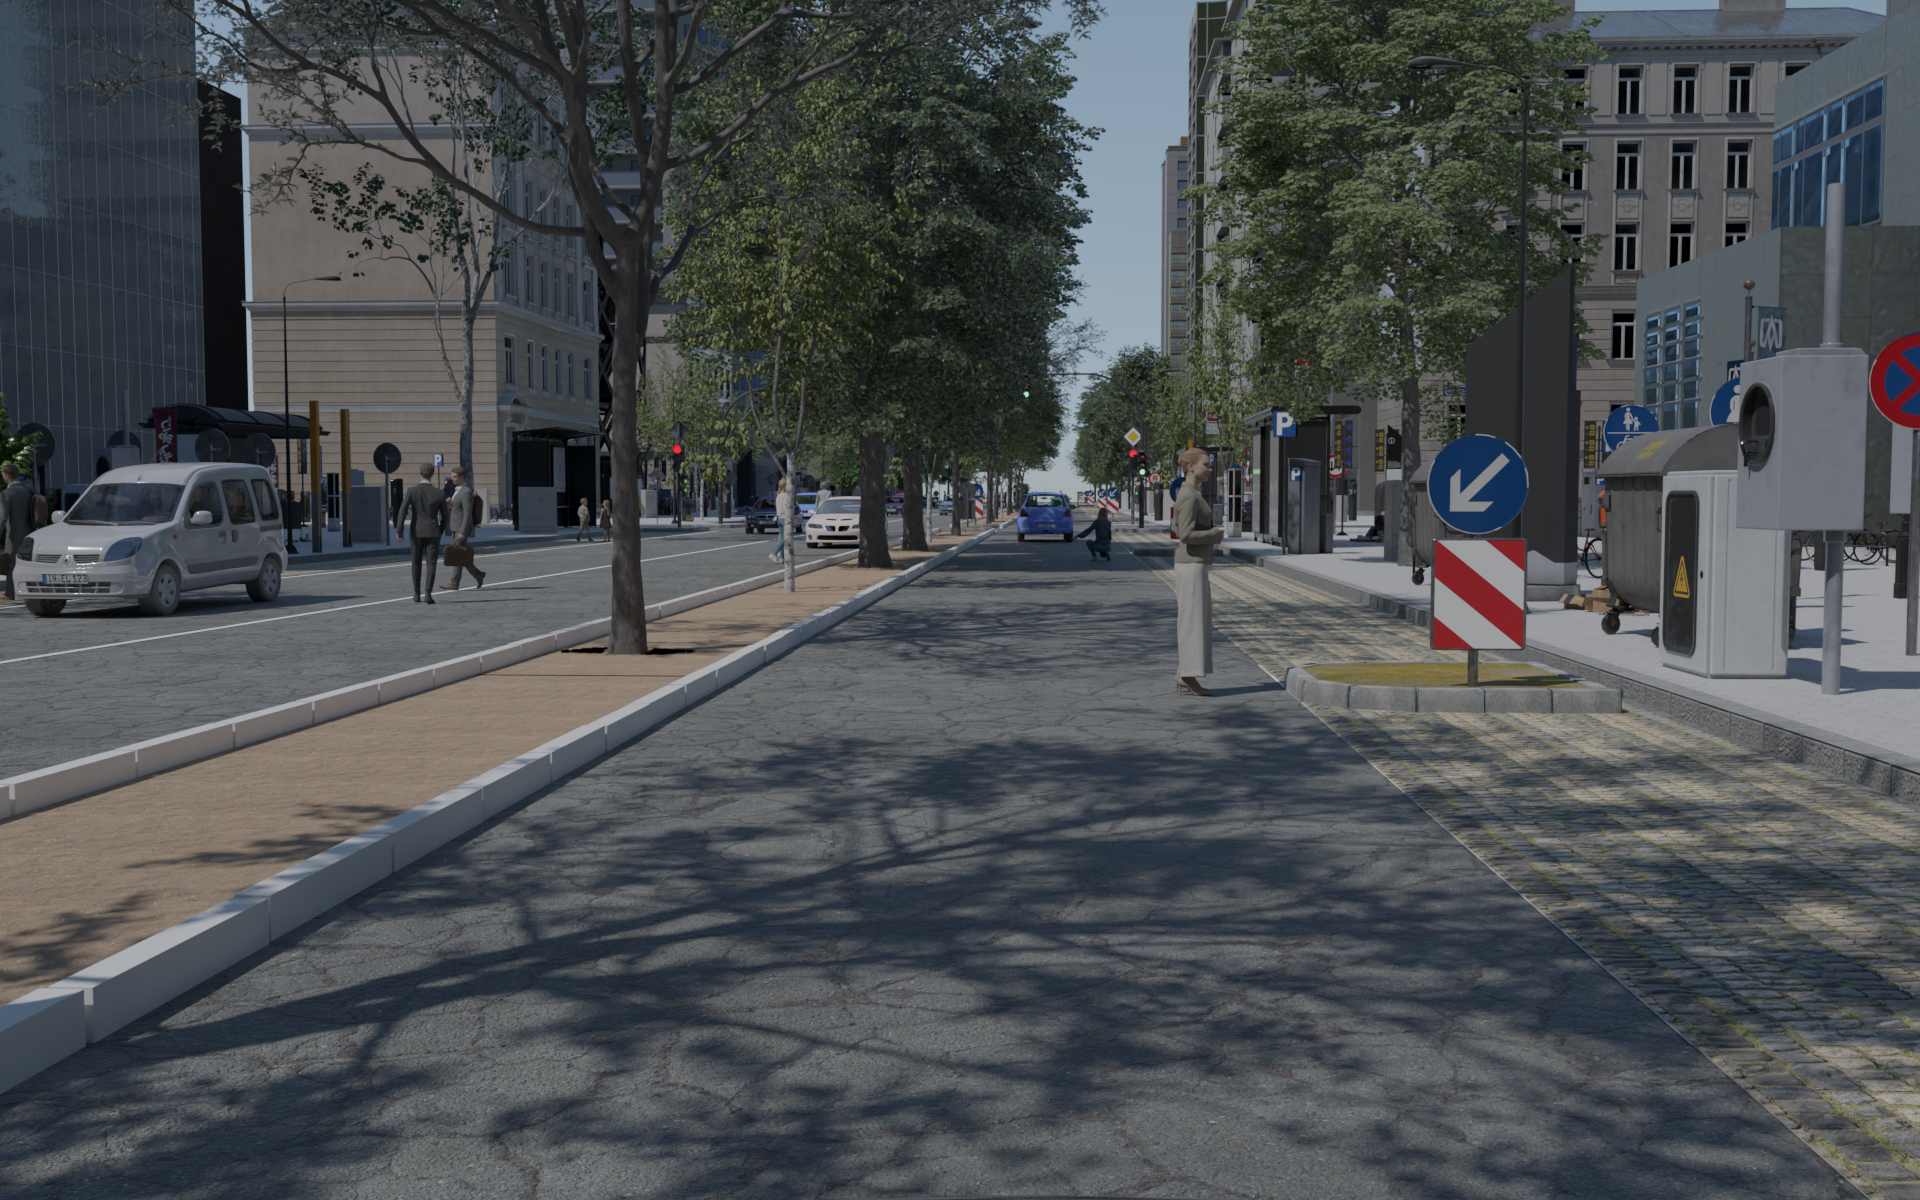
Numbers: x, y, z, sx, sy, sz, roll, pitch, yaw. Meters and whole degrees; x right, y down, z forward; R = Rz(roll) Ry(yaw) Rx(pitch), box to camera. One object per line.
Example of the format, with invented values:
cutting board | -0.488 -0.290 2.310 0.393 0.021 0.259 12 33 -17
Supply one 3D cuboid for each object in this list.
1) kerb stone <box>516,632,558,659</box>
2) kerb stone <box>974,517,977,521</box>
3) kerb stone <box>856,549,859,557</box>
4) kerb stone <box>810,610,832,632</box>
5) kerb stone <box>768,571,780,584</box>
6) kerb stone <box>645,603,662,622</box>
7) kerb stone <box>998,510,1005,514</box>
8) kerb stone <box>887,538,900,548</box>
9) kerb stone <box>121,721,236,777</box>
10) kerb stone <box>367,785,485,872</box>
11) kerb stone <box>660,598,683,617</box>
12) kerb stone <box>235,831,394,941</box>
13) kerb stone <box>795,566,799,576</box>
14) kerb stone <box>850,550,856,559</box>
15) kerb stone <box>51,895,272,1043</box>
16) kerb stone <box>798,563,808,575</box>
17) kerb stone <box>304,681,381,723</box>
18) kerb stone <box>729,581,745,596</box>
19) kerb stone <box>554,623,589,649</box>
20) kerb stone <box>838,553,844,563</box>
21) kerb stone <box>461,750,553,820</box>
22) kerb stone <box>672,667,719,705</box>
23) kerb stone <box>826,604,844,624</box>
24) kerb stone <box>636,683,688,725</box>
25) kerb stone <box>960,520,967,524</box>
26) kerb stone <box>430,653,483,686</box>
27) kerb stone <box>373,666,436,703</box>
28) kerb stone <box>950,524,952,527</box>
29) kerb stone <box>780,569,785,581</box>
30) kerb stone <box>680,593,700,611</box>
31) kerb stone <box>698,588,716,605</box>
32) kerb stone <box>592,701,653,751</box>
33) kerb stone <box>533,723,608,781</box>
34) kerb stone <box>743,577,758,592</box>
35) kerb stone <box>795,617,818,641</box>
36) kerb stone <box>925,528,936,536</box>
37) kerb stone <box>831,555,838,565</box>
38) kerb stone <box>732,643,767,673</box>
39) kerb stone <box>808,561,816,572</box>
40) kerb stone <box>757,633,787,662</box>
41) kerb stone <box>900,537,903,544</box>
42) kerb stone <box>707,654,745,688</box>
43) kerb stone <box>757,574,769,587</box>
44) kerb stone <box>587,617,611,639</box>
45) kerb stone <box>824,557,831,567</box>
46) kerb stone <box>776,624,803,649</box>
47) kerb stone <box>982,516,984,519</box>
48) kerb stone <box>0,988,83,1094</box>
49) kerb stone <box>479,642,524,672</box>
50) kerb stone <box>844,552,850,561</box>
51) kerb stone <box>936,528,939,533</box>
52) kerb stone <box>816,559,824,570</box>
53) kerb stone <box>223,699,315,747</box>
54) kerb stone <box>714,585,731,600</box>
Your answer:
kerb stone | -3.785 0.420 15.326 0.120 0.150 1.000 0 4 3
kerb stone | 0.694 -4.186 90.636 0.120 0.150 1.000 0 4 3
kerb stone | -2.386 -1.021 38.883 0.120 0.150 1.000 0 4 3
kerb stone | -1.505 0.238 18.300 0.120 0.150 1.000 0 4 3
kerb stone | -3.057 -0.331 27.615 0.120 0.150 1.000 0 4 3
kerb stone | -3.551 0.169 19.426 0.120 0.150 1.000 0 4 3
kerb stone | 3.196 -6.750 132.563 0.120 0.150 1.000 0 4 3
kerb stone | -1.845 -1.584 48.087 0.120 0.150 1.000 0 4 3
kerb stone | -4.159 0.795 9.198 0.120 0.150 1.000 0 4 3
kerb stone | -2.172 0.926 7.060 0.120 0.150 1.000 0 4 3
kerb stone | -3.475 0.107 20.446 0.120 0.150 1.000 0 4 3
kerb stone | -2.234 0.988 6.040 0.120 0.150 1.000 0 4 3
kerb stone | -2.932 -0.455 29.669 0.120 0.150 1.000 0 4 3
kerb stone | -2.454 -0.954 37.855 0.120 0.150 1.000 0 4 3
kerb stone | -2.289 1.054 5.016 0.120 0.150 1.000 0 4 3
kerb stone | -2.867 -0.519 30.689 0.120 0.150 1.000 0 4 3
kerb stone | -4.032 0.670 11.241 0.120 0.150 1.000 0 4 3
kerb stone | -3.235 -0.140 24.539 0.120 0.150 1.000 0 4 3
kerb stone | -3.719 0.358 16.346 0.120 0.150 1.000 0 4 3
kerb stone | -2.568 -0.833 35.814 0.120 0.150 1.000 0 4 3
kerb stone | -2.118 0.863 8.086 0.120 0.150 1.000 0 4 3
kerb stone | -1.874 0.613 12.172 0.120 0.150 1.000 0 4 3
kerb stone | -1.444 0.183 19.320 0.120 0.150 1.000 0 4 3
kerb stone | -1.938 0.680 11.152 0.120 0.150 1.000 0 4 3
kerb stone | 0.209 -3.678 82.461 0.120 0.150 1.000 0 4 3
kerb stone | -3.908 0.551 13.284 0.120 0.150 1.000 0 4 3
kerb stone | -3.968 0.610 12.261 0.120 0.150 1.000 0 4 3
kerb stone | -0.219 -3.247 75.301 0.120 0.150 1.000 0 4 3
kerb stone | -2.993 -0.394 28.636 0.120 0.150 1.000 0 4 3
kerb stone | -3.417 0.044 21.470 0.120 0.150 1.000 0 4 3
kerb stone | -3.361 -0.018 22.495 0.120 0.150 1.000 0 4 3
kerb stone | -1.991 0.743 10.130 0.120 0.150 1.000 0 4 3
kerb stone | -2.058 0.800 9.110 0.120 0.150 1.000 0 4 3
kerb stone | -3.170 -0.204 25.560 0.120 0.150 1.000 0 4 3
kerb stone | -1.570 0.302 17.279 0.120 0.150 1.000 0 4 3
kerb stone | -1.042 -2.394 61.414 0.120 0.150 1.000 0 4 3
kerb stone | -2.631 -0.770 34.791 0.120 0.150 1.000 0 4 3
kerb stone | -1.755 0.488 14.216 0.120 0.150 1.000 0 4 3
kerb stone | -2.813 -0.582 31.710 0.120 0.150 1.000 0 4 3
kerb stone | -1.681 0.428 15.236 0.120 0.150 1.000 0 4 3
kerb stone | -1.778 -1.646 49.107 0.120 0.150 1.000 0 4 3
kerb stone | -1.808 0.552 13.195 0.120 0.150 1.000 0 4 3
kerb stone | -3.117 -0.269 26.588 0.120 0.150 1.000 0 4 3
kerb stone | -3.663 0.295 17.377 0.120 0.150 1.000 0 4 3
kerb stone | -2.687 -0.707 33.761 0.120 0.150 1.000 0 4 3
kerb stone | -1.633 0.363 16.257 0.120 0.150 1.000 0 4 3
kerb stone | 1.132 -4.624 97.797 0.120 0.150 1.000 0 4 3
kerb stone | -2.358 1.113 3.996 0.120 0.150 1.000 0 4 3
kerb stone | -3.842 0.489 14.306 0.120 0.150 1.000 0 4 3
kerb stone | -2.504 -0.895 36.834 0.120 0.150 1.000 0 4 3
kerb stone | -0.858 -2.587 64.492 0.120 0.150 1.000 0 4 3
kerb stone | -2.745 -0.641 32.730 0.120 0.150 1.000 0 4 3
kerb stone | -4.096 0.735 10.218 0.120 0.150 1.000 0 4 3
kerb stone | -3.299 -0.081 23.515 0.120 0.150 1.000 0 4 3
